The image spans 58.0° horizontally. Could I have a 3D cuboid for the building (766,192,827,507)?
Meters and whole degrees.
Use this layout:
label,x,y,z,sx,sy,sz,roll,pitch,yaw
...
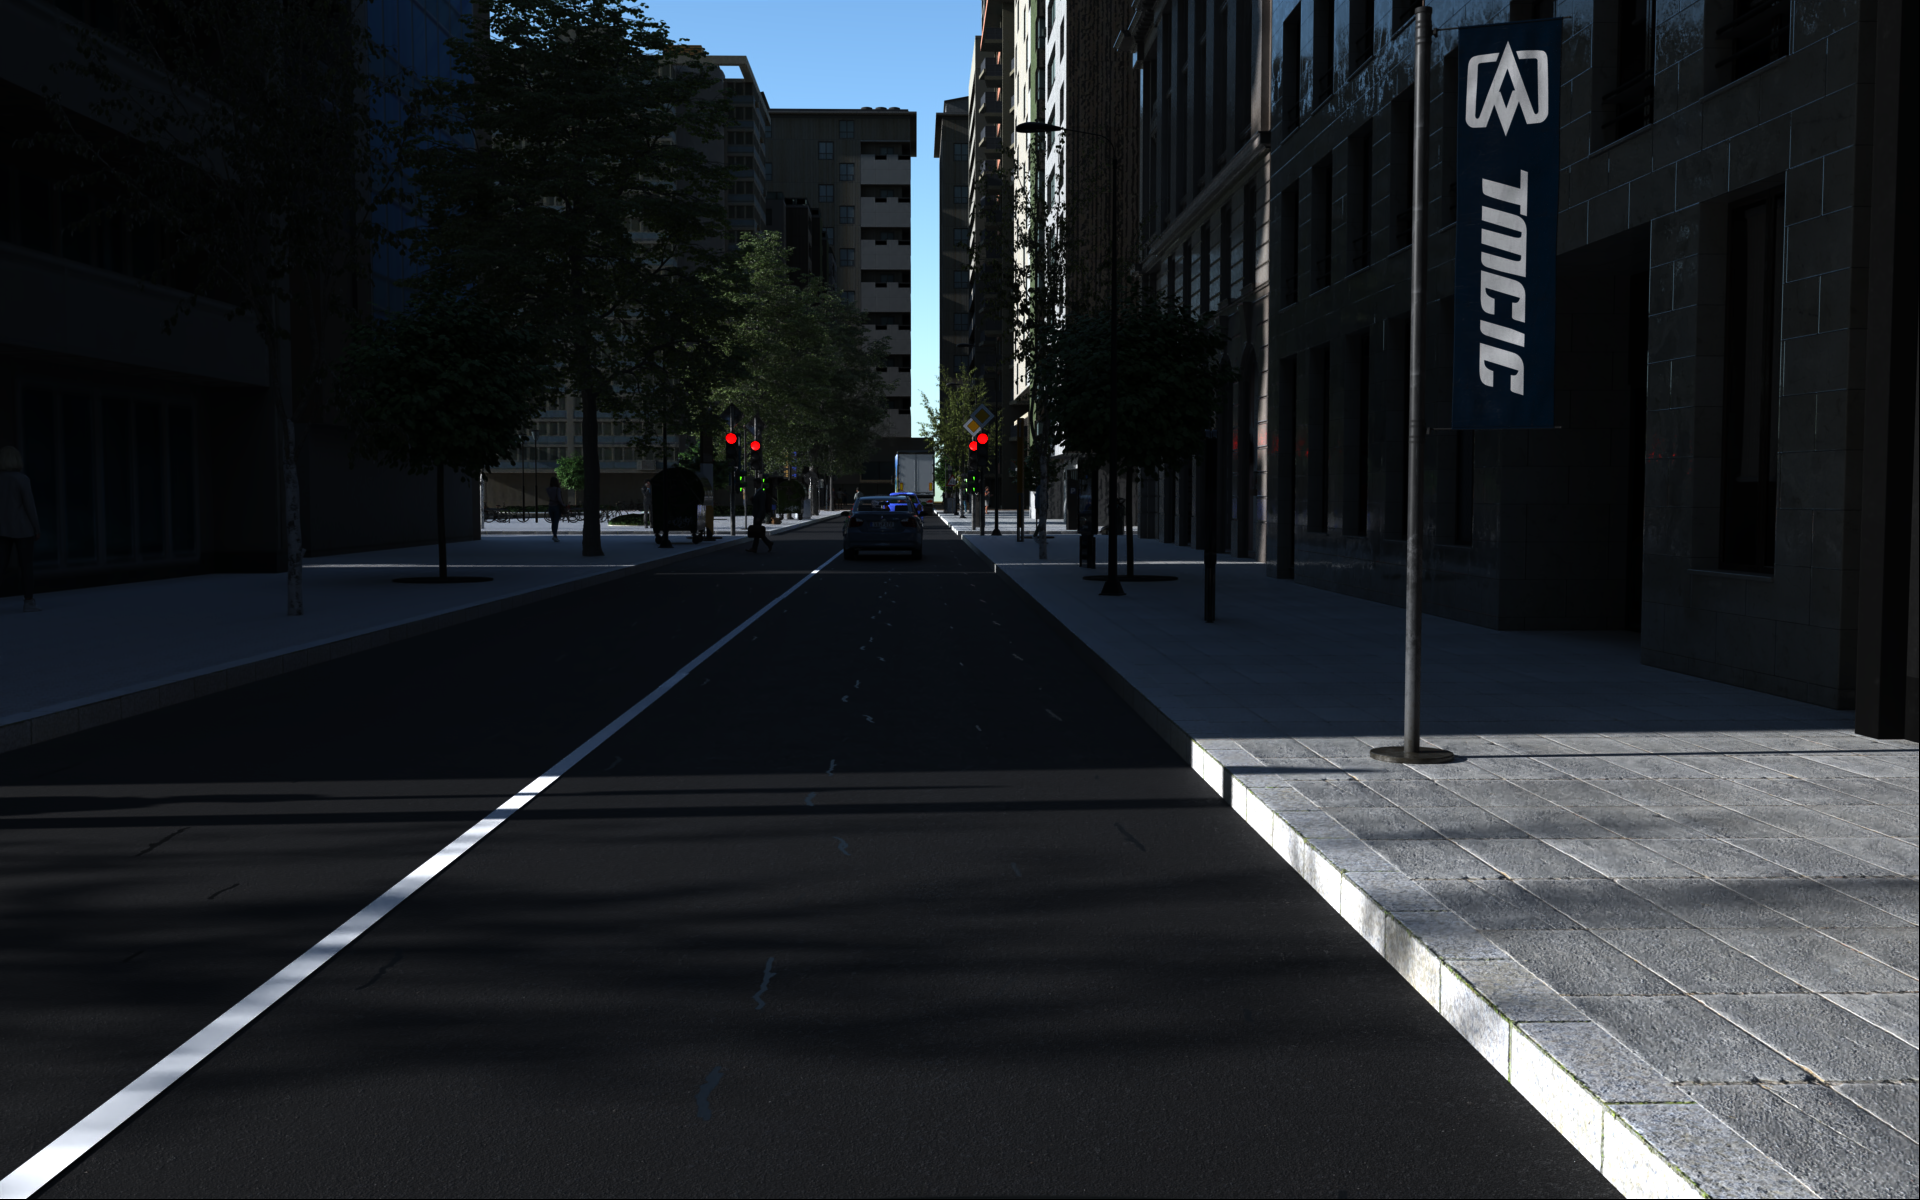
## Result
label,x,y,z,sx,sy,sz,roll,pitch,yaw
building,-20.643,-24.215,167.610,14.160,30.474,14.107,0,4,-1

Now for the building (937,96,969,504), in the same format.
label,x,y,z,sx,sy,sz,roll,pitch,yaw
building,10.323,-39.621,237.036,27.495,52.752,28.713,0,4,-1

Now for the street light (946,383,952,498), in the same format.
label,x,y,z,sx,sy,sz,roll,pitch,yaw
street light,0.135,-6.107,72.399,1.470,5.913,1.316,0,4,-1

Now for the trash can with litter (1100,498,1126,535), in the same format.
label,x,y,z,sx,sy,sz,roll,pitch,yaw
trash can with litter,4.744,-2.624,54.291,0.624,1.170,1.055,-2,4,-30

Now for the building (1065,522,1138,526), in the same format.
label,x,y,z,sx,sy,sz,roll,pitch,yaw
building,10.871,-18.335,71.475,14.107,30.474,14.160,0,4,-1

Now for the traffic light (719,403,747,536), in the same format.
label,x,y,z,sx,sy,sz,roll,pitch,yaw
traffic light,-6.991,-3.941,53.354,0.839,4.253,0.868,0,4,-1

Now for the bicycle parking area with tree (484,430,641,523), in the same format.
label,x,y,z,sx,sy,sz,roll,pitch,yaw
bicycle parking area with tree,-19.740,-5.691,80.056,9.016,4.147,8.231,0,4,-7

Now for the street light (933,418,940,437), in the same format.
label,x,y,z,sx,sy,sz,roll,pitch,yaw
street light,-0.759,-8.110,105.135,1.470,5.913,1.316,0,4,-1

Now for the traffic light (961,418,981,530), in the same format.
label,x,y,z,sx,sy,sz,roll,pitch,yaw
traffic light,0.466,-4.442,61.545,0.839,4.253,0.868,0,4,-1

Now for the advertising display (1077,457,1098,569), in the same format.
label,x,y,z,sx,sy,sz,roll,pitch,yaw
advertising display,2.218,-1.522,30.099,0.123,1.923,0.974,-1,4,-11

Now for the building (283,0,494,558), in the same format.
label,x,y,z,sx,sy,sz,roll,pitch,yaw
building,-19.961,-23.875,40.462,14.200,45.320,14.600,0,4,-1

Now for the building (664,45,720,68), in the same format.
label,x,y,z,sx,sy,sz,roll,pitch,yaw
building,-45.194,-42.132,230.860,28.212,58.520,21.231,0,4,-1

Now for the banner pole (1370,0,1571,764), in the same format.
label,x,y,z,sx,sy,sz,roll,pitch,yaw
banner pole,2.409,-1.113,8.217,0.863,3.779,0.401,1,4,22

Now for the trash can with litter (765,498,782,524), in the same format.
label,x,y,z,sx,sy,sz,roll,pitch,yaw
trash can with litter,-7.898,-3.806,73.614,0.624,1.170,1.055,-3,4,-36

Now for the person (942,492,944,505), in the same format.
label,x,y,z,sx,sy,sz,roll,pitch,yaw
person,-1.887,-11.867,200.992,0.530,1.710,0.541,0,4,4

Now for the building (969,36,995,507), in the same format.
label,x,y,z,sx,sy,sz,roll,pitch,yaw
building,11.846,-33.869,177.460,21.300,48.544,21.600,0,4,-1

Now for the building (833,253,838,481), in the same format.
label,x,y,z,sx,sy,sz,roll,pitch,yaw
building,-21.473,-26.383,203.055,14.107,30.474,14.160,0,4,-1

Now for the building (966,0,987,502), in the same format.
label,x,y,z,sx,sy,sz,roll,pitch,yaw
building,10.816,-46.459,197.862,20.563,71.187,20.611,0,4,-1

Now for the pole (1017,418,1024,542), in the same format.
label,x,y,z,sx,sy,sz,roll,pitch,yaw
pole,1.625,-3.218,46.465,0.158,3.312,0.155,0,3,0

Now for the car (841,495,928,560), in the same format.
label,x,y,z,sx,sy,sz,roll,pitch,yaw
car,-1.720,-1.665,39.230,2.014,1.417,4.499,0,4,-1

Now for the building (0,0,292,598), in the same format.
label,x,y,z,sx,sy,sz,roll,pitch,yaw
building,-21.446,-24.033,16.639,21.300,48.544,21.600,0,4,-1

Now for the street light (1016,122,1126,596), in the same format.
label,x,y,z,sx,sy,sz,roll,pitch,yaw
street light,1.396,-3.013,21.810,1.470,5.913,1.316,0,4,-1

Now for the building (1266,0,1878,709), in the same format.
label,x,y,z,sx,sy,sz,roll,pitch,yaw
building,10.184,-9.995,18.164,10.420,20.320,16.860,0,4,-1

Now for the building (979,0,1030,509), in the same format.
label,x,y,z,sx,sy,sz,roll,pitch,yaw
building,12.932,-30.445,152.408,22.147,44.769,28.867,0,4,-1

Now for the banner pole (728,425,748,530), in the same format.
label,x,y,z,sx,sy,sz,roll,pitch,yaw
banner pole,-7.969,-4.436,62.544,0.863,3.779,0.401,1,4,9

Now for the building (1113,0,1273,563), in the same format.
label,x,y,z,sx,sy,sz,roll,pitch,yaw
building,11.338,-12.035,38.571,13.314,21.916,24.055,0,4,-1

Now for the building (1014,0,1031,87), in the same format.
label,x,y,z,sx,sy,sz,roll,pitch,yaw
building,17.945,-32.624,122.645,28.713,52.752,27.495,0,4,-1

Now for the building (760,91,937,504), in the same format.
label,x,y,z,sx,sy,sz,roll,pitch,yaw
building,-17.452,-39.545,235.791,27.495,52.752,28.713,0,4,-1

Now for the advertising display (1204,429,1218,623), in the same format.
label,x,y,z,sx,sy,sz,roll,pitch,yaw
advertising display,2.551,-0.760,17.643,0.123,1.923,0.974,0,4,8

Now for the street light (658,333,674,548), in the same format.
label,x,y,z,sx,sy,sz,roll,pitch,yaw
street light,-6.470,-4.195,41.128,1.470,5.913,1.316,0,4,-1

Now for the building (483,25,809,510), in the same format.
label,x,y,z,sx,sy,sz,roll,pitch,yaw
building,-29.405,-27.902,148.071,32.217,40.220,23.993,0,4,-1

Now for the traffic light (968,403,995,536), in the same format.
label,x,y,z,sx,sy,sz,roll,pitch,yaw
traffic light,0.668,-3.954,53.563,0.839,4.253,0.868,0,4,-1

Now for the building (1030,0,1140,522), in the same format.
label,x,y,z,sx,sy,sz,roll,pitch,yaw
building,10.699,-19.736,94.386,14.160,30.474,14.107,0,4,-1

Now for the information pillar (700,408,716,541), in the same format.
label,x,y,z,sx,sy,sz,roll,pitch,yaw
information pillar,-6.878,-3.409,47.093,0.183,3.616,0.504,2,4,28

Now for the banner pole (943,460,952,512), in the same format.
label,x,y,z,sx,sy,sz,roll,pitch,yaw
banner pole,-0.856,-8.303,125.775,0.863,3.779,0.401,-3,5,-41

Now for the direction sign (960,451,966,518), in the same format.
label,x,y,z,sx,sy,sz,roll,pitch,yaw
direction sign,0.159,-6.126,92.162,0.379,3.537,0.876,0,4,5

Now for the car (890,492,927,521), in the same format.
label,x,y,z,sx,sy,sz,roll,pitch,yaw
car,-2.359,-3.820,72.050,1.945,1.707,3.694,0,4,-1

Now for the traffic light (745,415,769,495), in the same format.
label,x,y,z,sx,sy,sz,roll,pitch,yaw
traffic light,-7.192,-4.429,61.337,0.839,4.253,0.868,0,4,-1

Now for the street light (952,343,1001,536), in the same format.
label,x,y,z,sx,sy,sz,roll,pitch,yaw
street light,0.591,-4.955,53.548,1.470,5.913,1.316,0,4,-1

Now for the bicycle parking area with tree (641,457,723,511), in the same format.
label,x,y,z,sx,sy,sz,roll,pitch,yaw
bicycle parking area with tree,-21.821,-8.812,131.075,9.016,4.147,8.231,1,4,17

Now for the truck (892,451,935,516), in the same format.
label,x,y,z,sx,sy,sz,roll,pitch,yaw
truck,-3.153,-7.873,117.632,2.839,4.237,11.283,0,4,-3

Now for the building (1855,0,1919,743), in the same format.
label,x,y,z,sx,sy,sz,roll,pitch,yaw
building,11.139,-10.468,0.830,12.332,23.373,15.834,0,4,-1

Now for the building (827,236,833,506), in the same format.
label,x,y,z,sx,sy,sz,roll,pitch,yaw
building,-21.117,-25.118,182.378,14.160,30.474,14.107,0,4,-1

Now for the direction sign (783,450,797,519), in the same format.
label,x,y,z,sx,sy,sz,roll,pitch,yaw
direction sign,-8.653,-5.890,88.299,0.876,3.537,0.379,2,4,34
